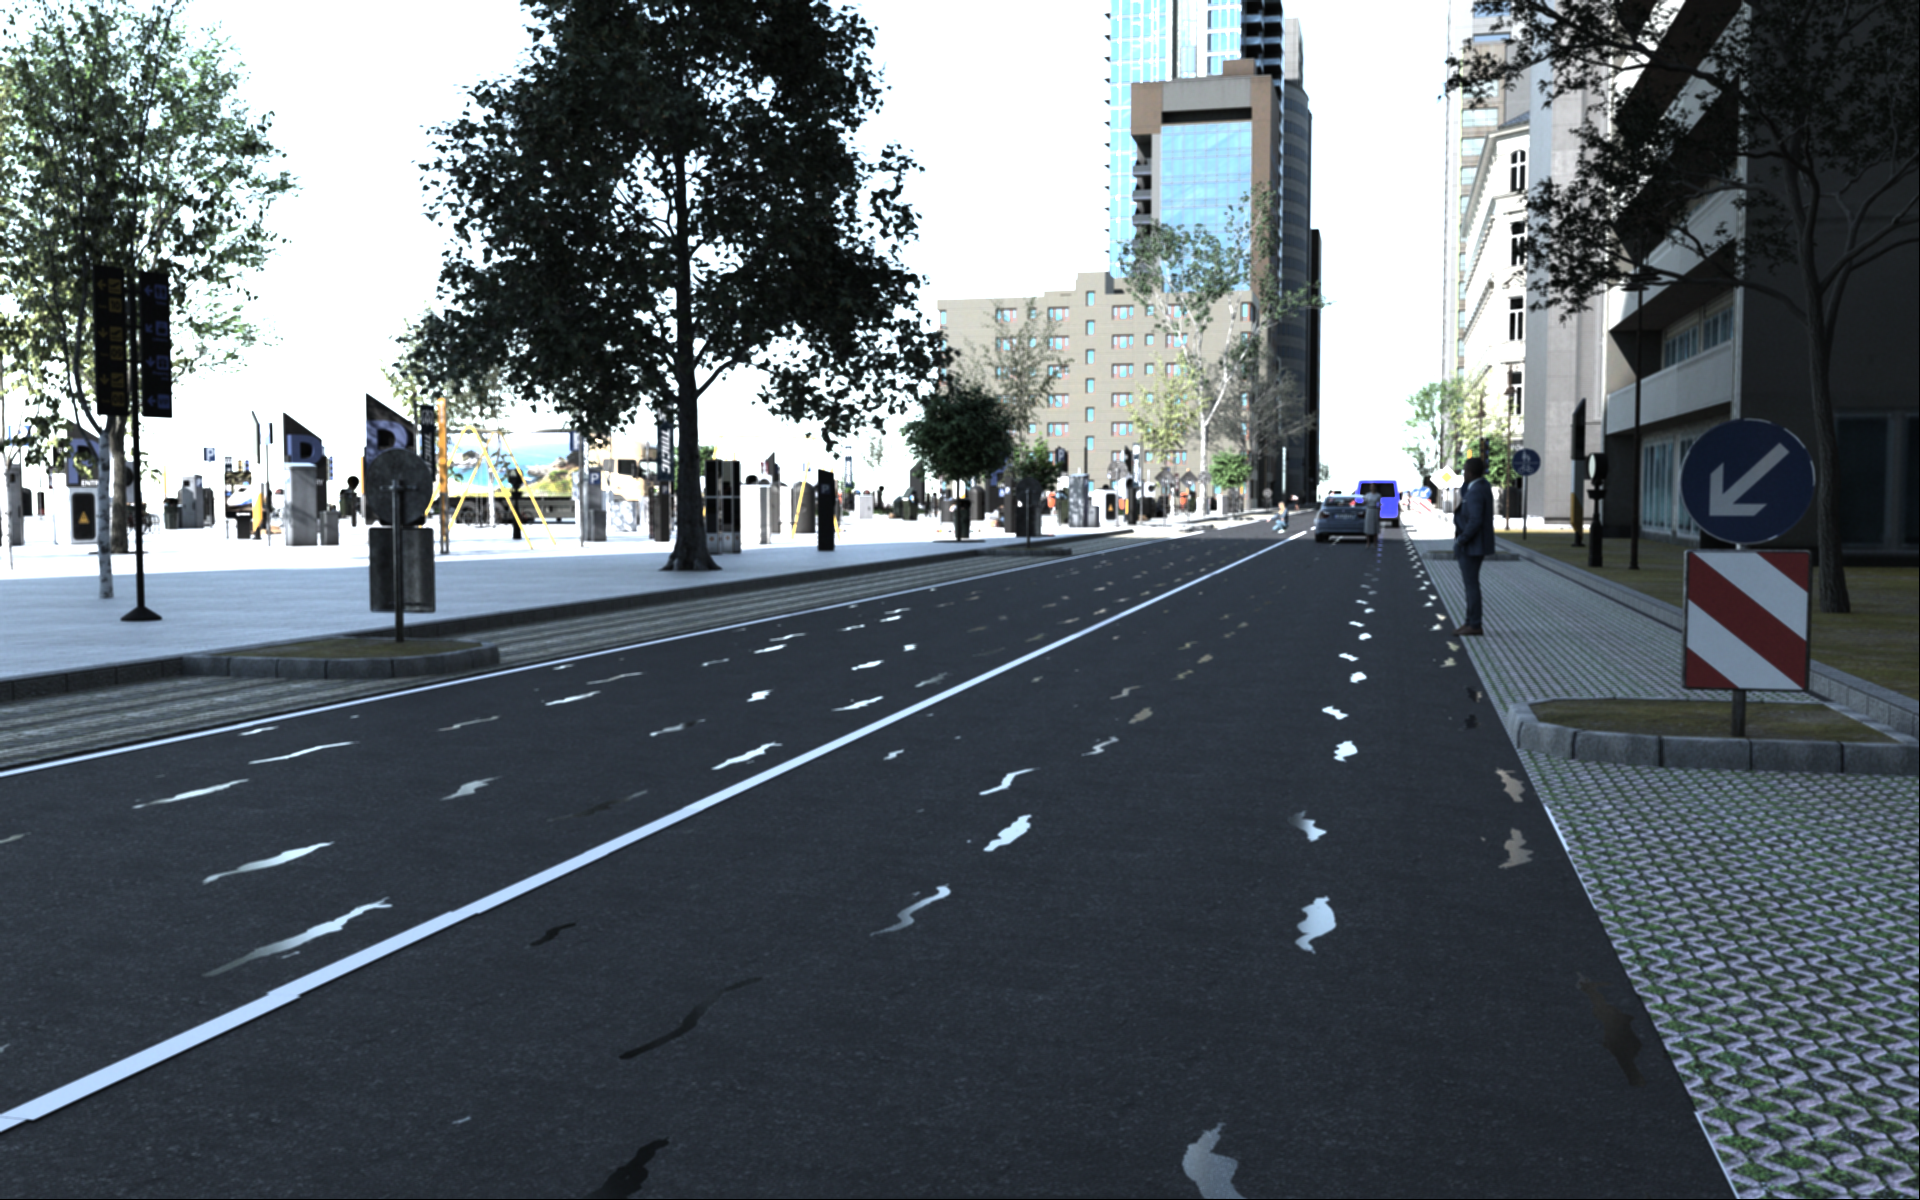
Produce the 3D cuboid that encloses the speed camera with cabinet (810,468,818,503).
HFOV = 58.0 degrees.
[{"bbox_3d":[-11.451,-8.287,129.822,2.038,3.252,0.660,-2,4,-27],"label":"speed camera with cabinet"}]

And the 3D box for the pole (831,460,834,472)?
[{"bbox_3d":[-7.643,-6.713,103.597,0.158,3.312,0.155,0,3,0],"label":"pole"}]

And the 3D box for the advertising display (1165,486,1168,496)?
[{"bbox_3d":[16.918,-8.364,141.963,0.123,1.923,0.974,1,4,19],"label":"advertising display"}]

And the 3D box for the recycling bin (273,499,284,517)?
[{"bbox_3d":[-37.532,-5.085,95.692,0.722,1.027,0.722,-1,4,-15],"label":"recycling bin"}]

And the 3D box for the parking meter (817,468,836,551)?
[{"bbox_3d":[-3.015,-2.049,39.215,0.399,1.863,0.255,0,4,4],"label":"parking meter"}]

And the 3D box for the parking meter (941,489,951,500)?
[{"bbox_3d":[-0.617,-4.847,87.658,0.372,1.533,0.369,0,3,0],"label":"parking meter"}]

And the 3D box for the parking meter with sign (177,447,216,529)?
[{"bbox_3d":[-28.501,-4.162,64.313,1.738,3.016,0.543,1,4,19],"label":"parking meter with sign"}]

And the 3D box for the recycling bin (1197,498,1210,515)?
[{"bbox_3d":[15.079,-5.788,107.186,0.722,1.027,0.722,1,4,16],"label":"recycling bin"}]

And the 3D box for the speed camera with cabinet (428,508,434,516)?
[{"bbox_3d":[-31.827,-6.603,102.292,0.660,3.252,2.038,-3,5,-44],"label":"speed camera with cabinet"}]

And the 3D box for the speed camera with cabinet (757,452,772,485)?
[{"bbox_3d":[-9.835,-5.305,81.067,2.038,3.252,0.660,0,4,-3],"label":"speed camera with cabinet"}]

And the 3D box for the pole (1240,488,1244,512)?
[{"bbox_3d":[19.821,-7.820,121.696,0.158,3.312,0.155,0,3,0],"label":"pole"}]

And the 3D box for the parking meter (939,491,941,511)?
[{"bbox_3d":[-1.375,-7.386,129.176,0.372,1.533,0.369,0,3,0],"label":"parking meter"}]

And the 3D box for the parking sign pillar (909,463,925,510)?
[{"bbox_3d":[-3.212,-8.671,130.241,1.447,3.967,1.447,3,5,41],"label":"parking sign pillar"}]

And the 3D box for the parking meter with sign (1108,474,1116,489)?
[{"bbox_3d":[11.877,-8.114,128.930,1.738,3.016,0.543,-2,4,-32],"label":"parking meter with sign"}]

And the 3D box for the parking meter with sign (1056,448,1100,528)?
[{"bbox_3d":[4.513,-4.257,65.862,1.738,3.016,0.543,2,4,35],"label":"parking meter with sign"}]

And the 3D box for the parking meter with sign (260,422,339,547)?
[{"bbox_3d":[-16.180,-2.829,42.523,0.543,3.016,1.738,3,5,44],"label":"parking meter with sign"}]

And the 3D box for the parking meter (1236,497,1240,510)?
[{"bbox_3d":[22.278,-7.988,139.008,0.372,1.533,0.369,0,3,0],"label":"parking meter"}]

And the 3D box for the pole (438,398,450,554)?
[{"bbox_3d":[-11.047,-2.643,37.049,0.158,3.312,0.155,0,3,0],"label":"pole"}]

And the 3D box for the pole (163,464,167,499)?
[{"bbox_3d":[-54.627,-7.659,119.061,0.158,3.312,0.155,0,3,0],"label":"pole"}]

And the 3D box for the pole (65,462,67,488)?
[{"bbox_3d":[-56.893,-7.119,110.234,0.158,3.312,0.155,0,3,0],"label":"pole"}]

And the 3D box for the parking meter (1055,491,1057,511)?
[{"bbox_3d":[7.593,-7.759,135.278,0.372,1.533,0.369,0,3,0],"label":"parking meter"}]

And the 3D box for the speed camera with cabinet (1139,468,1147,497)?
[{"bbox_3d":[12.868,-8.335,130.614,2.038,3.252,0.660,2,4,33],"label":"speed camera with cabinet"}]

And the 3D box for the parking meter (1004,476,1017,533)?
[{"bbox_3d":[1.653,-3.111,56.579,0.255,1.863,0.399,-3,5,-43],"label":"parking meter"}]

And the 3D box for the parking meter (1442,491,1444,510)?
[{"bbox_3d":[37.938,-7.781,135.627,0.372,1.533,0.369,0,3,0],"label":"parking meter"}]

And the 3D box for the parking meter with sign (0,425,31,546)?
[{"bbox_3d":[-23.651,-2.849,42.846,0.543,3.016,1.738,0,4,-1],"label":"parking meter with sign"}]

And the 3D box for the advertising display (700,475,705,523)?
[{"bbox_3d":[-8.508,-3.283,58.896,0.974,1.923,0.123,-1,4,-20],"label":"advertising display"}]

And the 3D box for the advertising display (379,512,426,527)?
[{"bbox_3d":[-12.130,-1.985,37.665,0.974,1.923,0.123,-1,4,-20],"label":"advertising display"}]

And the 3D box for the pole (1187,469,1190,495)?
[{"bbox_3d":[18.509,-8.966,140.430,0.158,3.312,0.155,0,3,0],"label":"pole"}]

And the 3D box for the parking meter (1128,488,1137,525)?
[{"bbox_3d":[7.224,-3.931,72.682,0.372,1.533,0.369,0,3,0],"label":"parking meter"}]

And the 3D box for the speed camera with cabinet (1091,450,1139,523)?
[{"bbox_3d":[6.988,-5.118,78.008,2.038,3.252,0.660,-3,5,-41],"label":"speed camera with cabinet"}]

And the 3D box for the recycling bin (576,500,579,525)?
[{"bbox_3d":[-15.428,-3.596,71.341,0.722,1.027,0.722,-1,4,-9],"label":"recycling bin"}]

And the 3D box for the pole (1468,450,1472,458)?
[{"bbox_3d":[23.719,-5.310,80.661,0.158,3.312,0.155,0,3,0],"label":"pole"}]

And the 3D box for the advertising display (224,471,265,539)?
[{"bbox_3d":[-20.384,-2.693,49.246,0.974,1.923,0.123,-1,4,-19],"label":"advertising display"}]

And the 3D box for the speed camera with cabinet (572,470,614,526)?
[{"bbox_3d":[-14.481,-4.528,68.362,0.660,3.252,2.038,2,4,23],"label":"speed camera with cabinet"}]

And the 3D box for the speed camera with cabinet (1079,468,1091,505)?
[{"bbox_3d":[9.496,-8.351,130.869,2.038,3.252,0.660,-2,4,-29],"label":"speed camera with cabinet"}]

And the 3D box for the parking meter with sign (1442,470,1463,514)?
[{"bbox_3d":[32.520,-7.188,113.780,1.738,3.016,0.543,-2,4,-26],"label":"parking meter with sign"}]

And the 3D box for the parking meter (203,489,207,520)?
[{"bbox_3d":[-37.223,-4.688,85.053,0.372,1.533,0.369,0,3,0],"label":"parking meter"}]

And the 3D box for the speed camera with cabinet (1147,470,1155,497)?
[{"bbox_3d":[14.634,-8.871,139.382,2.038,3.252,0.660,-1,4,-18],"label":"speed camera with cabinet"}]

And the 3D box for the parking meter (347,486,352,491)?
[{"bbox_3d":[-43.080,-7.131,122.309,0.255,1.863,0.399,-2,4,-33],"label":"parking meter"}]

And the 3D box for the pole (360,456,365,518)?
[{"bbox_3d":[-32.064,-6.061,92.946,0.158,3.312,0.155,0,3,0],"label":"pole"}]

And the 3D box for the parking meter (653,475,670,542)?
[{"bbox_3d":[-7.953,-2.473,46.144,0.255,1.863,0.399,3,4,38],"label":"parking meter"}]

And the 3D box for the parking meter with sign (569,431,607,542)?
[{"bbox_3d":[-10.113,-3.124,47.334,0.543,3.016,1.738,-2,4,-31],"label":"parking meter with sign"}]

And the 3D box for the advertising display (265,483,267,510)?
[{"bbox_3d":[-40.657,-5.872,101.214,0.123,1.923,0.974,-1,4,-10],"label":"advertising display"}]

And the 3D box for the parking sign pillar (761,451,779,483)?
[{"bbox_3d":[-11.999,-7.385,109.218,1.447,3.967,1.447,3,5,44],"label":"parking sign pillar"}]

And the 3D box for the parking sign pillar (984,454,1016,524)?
[{"bbox_3d":[1.770,-5.340,75.776,1.447,3.967,1.447,-2,4,-24],"label":"parking sign pillar"}]

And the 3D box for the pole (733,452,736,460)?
[{"bbox_3d":[-10.831,-5.468,83.248,0.158,3.312,0.155,0,3,0],"label":"pole"}]

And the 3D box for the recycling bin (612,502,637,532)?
[{"bbox_3d":[-11.356,-2.819,58.648,0.722,1.027,0.722,0,4,2],"label":"recycling bin"}]

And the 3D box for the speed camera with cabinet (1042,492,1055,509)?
[{"bbox_3d":[7.451,-9.332,146.918,2.038,3.252,0.660,2,4,25],"label":"speed camera with cabinet"}]

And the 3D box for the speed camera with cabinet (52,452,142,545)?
[{"bbox_3d":[-22.196,-3.063,44.414,0.660,3.252,2.038,2,4,25],"label":"speed camera with cabinet"}]
